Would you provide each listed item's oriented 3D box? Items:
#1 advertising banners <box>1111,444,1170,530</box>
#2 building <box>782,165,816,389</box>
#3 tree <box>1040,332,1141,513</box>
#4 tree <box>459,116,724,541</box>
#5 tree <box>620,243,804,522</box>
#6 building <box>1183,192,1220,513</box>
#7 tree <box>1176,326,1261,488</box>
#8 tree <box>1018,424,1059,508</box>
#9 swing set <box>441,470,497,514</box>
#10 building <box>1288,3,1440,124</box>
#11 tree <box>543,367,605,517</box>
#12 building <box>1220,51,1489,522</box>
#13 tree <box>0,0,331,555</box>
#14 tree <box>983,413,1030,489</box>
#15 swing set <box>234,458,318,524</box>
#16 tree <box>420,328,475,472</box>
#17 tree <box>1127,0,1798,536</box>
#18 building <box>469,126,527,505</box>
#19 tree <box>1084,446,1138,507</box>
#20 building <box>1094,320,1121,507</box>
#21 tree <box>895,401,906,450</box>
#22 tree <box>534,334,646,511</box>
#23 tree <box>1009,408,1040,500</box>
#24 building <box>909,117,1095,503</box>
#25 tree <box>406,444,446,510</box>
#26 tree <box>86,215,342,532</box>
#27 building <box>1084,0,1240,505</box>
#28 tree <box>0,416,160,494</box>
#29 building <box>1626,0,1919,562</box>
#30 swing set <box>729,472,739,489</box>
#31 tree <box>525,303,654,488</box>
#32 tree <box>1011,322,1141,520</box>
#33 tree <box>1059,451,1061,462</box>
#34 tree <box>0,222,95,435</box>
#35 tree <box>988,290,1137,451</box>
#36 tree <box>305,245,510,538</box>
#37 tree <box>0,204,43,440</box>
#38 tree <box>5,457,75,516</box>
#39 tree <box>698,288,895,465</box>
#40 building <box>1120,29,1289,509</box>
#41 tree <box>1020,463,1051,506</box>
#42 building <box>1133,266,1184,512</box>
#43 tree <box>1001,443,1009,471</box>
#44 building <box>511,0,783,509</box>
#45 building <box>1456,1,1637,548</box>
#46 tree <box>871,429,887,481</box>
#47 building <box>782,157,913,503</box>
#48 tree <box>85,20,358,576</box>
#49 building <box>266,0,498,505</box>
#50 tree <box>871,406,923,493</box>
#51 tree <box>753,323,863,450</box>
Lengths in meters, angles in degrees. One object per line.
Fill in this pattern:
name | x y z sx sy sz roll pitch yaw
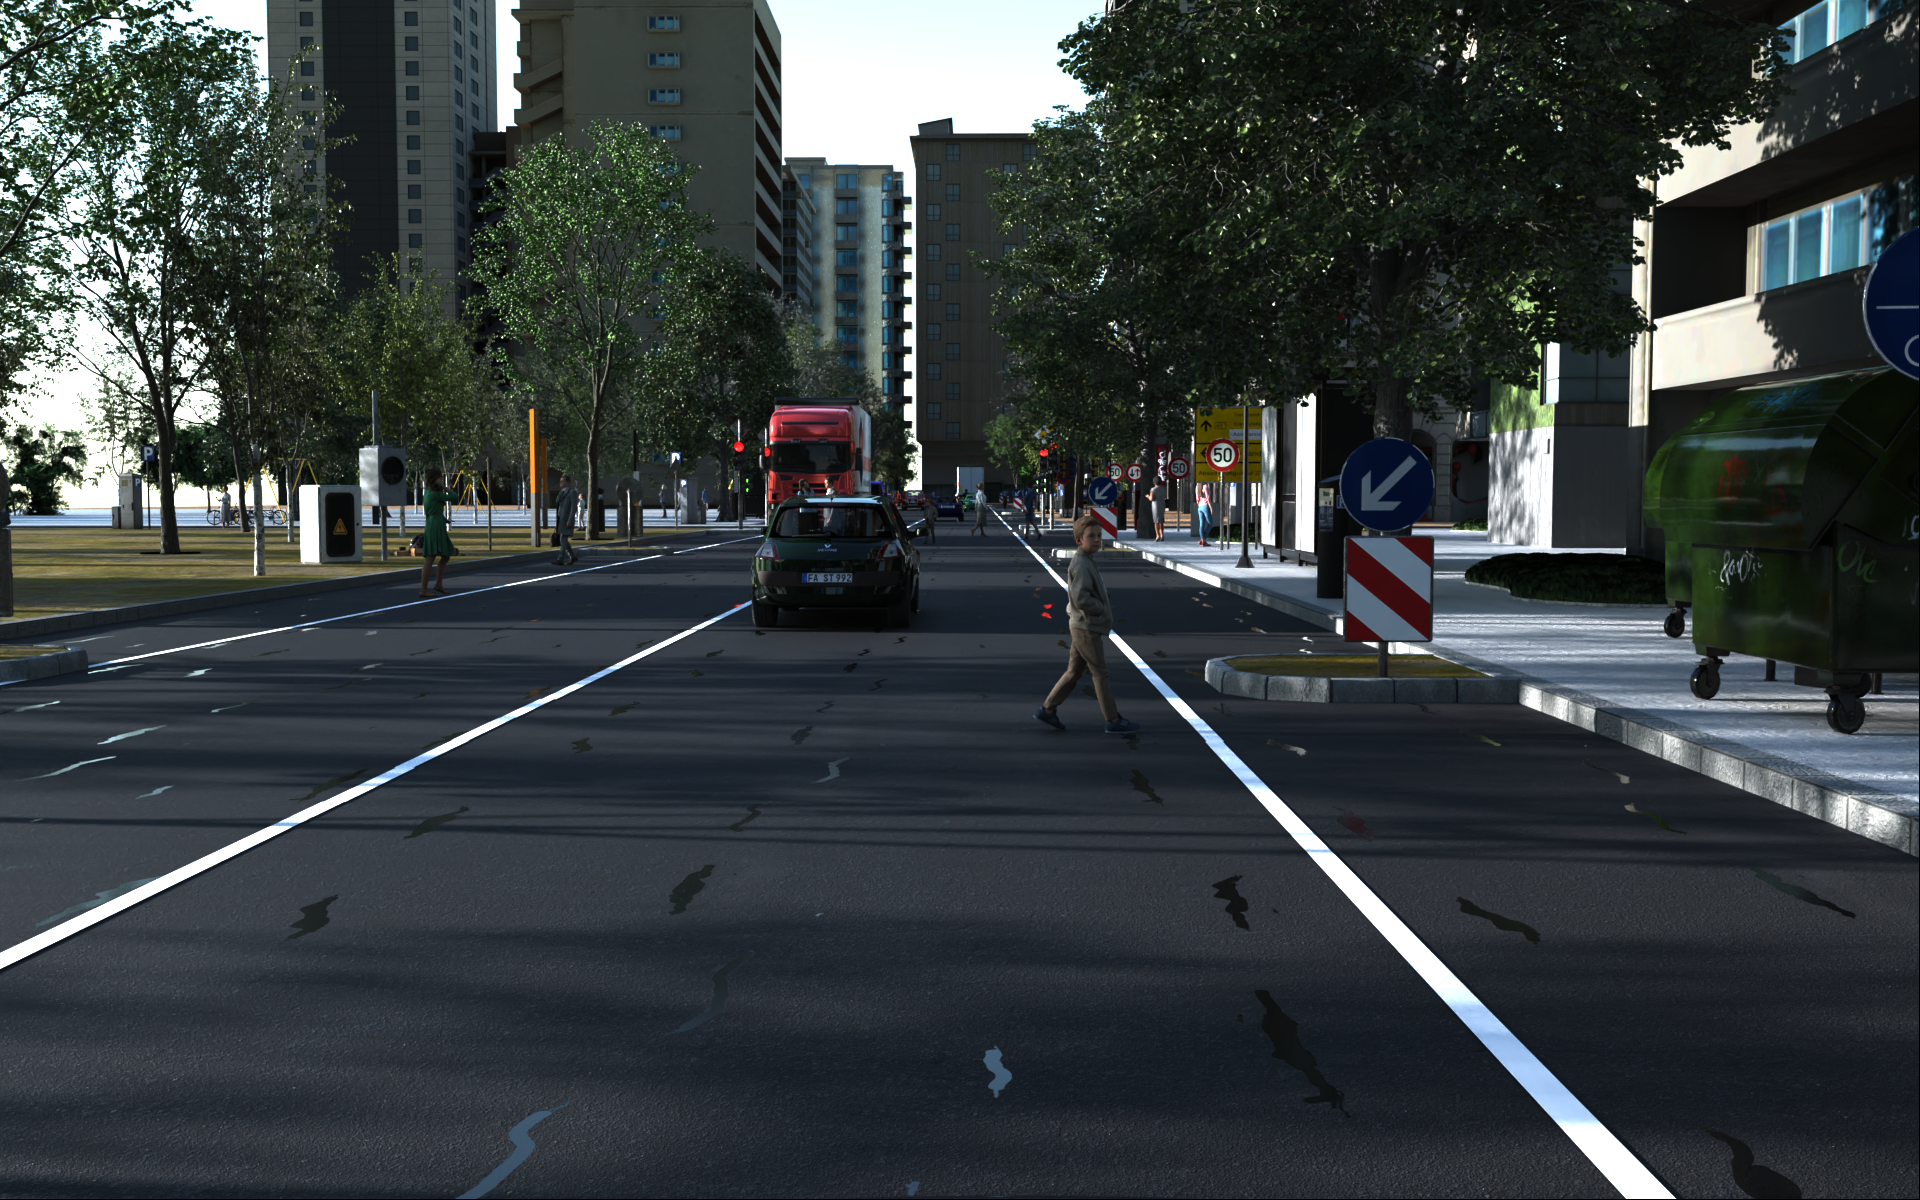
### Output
advertising banners | 6.361 -3.960 60.927 2.074 3.025 0.090 1 4 10
building | -29.077 -30.955 197.990 23.993 40.220 32.217 0 4 1
tree | 6.139 -7.666 75.700 4.737 8.622 4.395 0 3 0
tree | -10.100 -7.470 47.896 9.928 11.665 9.643 0 3 0
tree | -10.930 -9.931 79.382 9.611 12.733 9.660 0 3 0
building | 20.633 -16.004 103.469 13.314 21.916 24.055 0 4 1
tree | 11.104 -7.459 72.313 4.360 8.622 3.978 0 3 0
tree | 7.218 -12.732 158.535 4.360 8.622 3.978 0 3 0
swing set | -32.332 -7.123 114.077 2.862 2.851 3.119 0 4 1
building | 50.347 -40.343 201.610 28.212 58.520 21.231 0 4 1
tree | -21.813 -9.005 97.586 4.737 8.622 4.395 0 3 0
building | 25.776 -14.786 83.548 24.055 21.916 13.314 0 4 1
tree | -17.014 -6.790 36.780 9.928 11.665 9.643 0 3 0
tree | 6.906 -17.678 214.787 9.928 11.665 9.643 0 3 0
swing set | -29.393 -4.760 75.450 2.862 2.851 3.119 1 4 21
tree | -31.891 -10.921 95.561 9.611 12.733 9.660 0 3 0
tree | 5.267 -7.007 21.214 9.857 13.997 8.962 0 3 0
building | -49.186 -34.035 206.584 14.200 45.320 14.600 0 4 1
tree | 11.294 -10.901 128.600 4.360 8.622 3.978 0 3 0
building | 28.641 -20.393 178.458 27.650 21.520 28.899 0 4 1
tree | -9.975 -15.410 162.323 12.009 13.543 11.850 0 3 0
tree | -27.912 -13.472 130.631 12.009 13.543 11.850 0 3 0
tree | 6.236 -11.096 131.789 4.737 8.622 4.395 0 3 0
building | 7.018 -40.456 250.689 27.495 52.752 28.713 0 4 1
tree | -50.408 -10.659 137.186 11.467 7.101 20.602 2 4 25
tree | -24.363 -7.558 57.989 7.601 10.594 8.767 0 4 8
building | 25.479 -46.693 201.683 20.563 71.187 20.611 0 4 1
tree | -52.343 -9.375 116.190 11.467 7.101 20.602 3 4 37
building | 21.969 -24.096 17.664 21.300 48.544 21.600 0 4 1
swing set | -15.647 -7.843 125.845 2.862 2.851 3.119 1 4 18
tree | -24.303 -12.789 115.756 9.857 13.997 8.962 0 3 0
tree | 6.129 -9.323 86.849 7.601 10.594 8.767 0 4 -3
tree | 11.010 -11.587 139.809 4.360 8.622 3.978 0 3 0
tree | -25.757 -5.802 45.218 4.360 8.622 3.978 0 3 0
tree | 6.771 -11.759 102.637 12.009 13.543 11.850 0 3 0
tree | -16.660 -6.145 50.841 4.737 8.622 4.395 0 3 0
tree | -34.525 -9.092 55.304 9.857 13.997 8.962 0 3 0
tree | -60.201 -12.007 98.139 13.155 14.587 18.604 0 4 4
tree | -10.592 -11.763 102.689 12.009 13.543 11.850 0 3 0
building | 21.457 -28.922 156.474 14.154 41.232 14.086 0 4 1
tree | 7.196 -11.181 166.517 4.285 4.588 4.351 0 3 0
building | 21.487 -19.041 130.383 14.314 24.678 30.058 0 4 1
tree | 6.888 -14.862 193.359 4.737 8.622 4.395 0 3 0
building | -27.803 -32.572 156.247 21.300 48.544 21.600 0 4 1
building | 21.130 -22.205 46.644 14.154 41.232 14.086 0 4 1
tree | -9.814 -14.484 187.172 4.360 8.622 3.978 0 3 0
building | -21.978 -38.483 248.808 30.456 49.044 23.786 0 4 1
tree | -11.177 -4.678 26.848 4.360 8.622 3.978 0 3 0
building | -66.615 -46.802 203.457 20.611 71.187 20.563 0 4 1
tree | -9.450 -18.641 221.791 9.611 12.733 9.660 0 3 0
tree | -10.198 -12.045 115.069 7.486 12.596 7.792 0 3 0
